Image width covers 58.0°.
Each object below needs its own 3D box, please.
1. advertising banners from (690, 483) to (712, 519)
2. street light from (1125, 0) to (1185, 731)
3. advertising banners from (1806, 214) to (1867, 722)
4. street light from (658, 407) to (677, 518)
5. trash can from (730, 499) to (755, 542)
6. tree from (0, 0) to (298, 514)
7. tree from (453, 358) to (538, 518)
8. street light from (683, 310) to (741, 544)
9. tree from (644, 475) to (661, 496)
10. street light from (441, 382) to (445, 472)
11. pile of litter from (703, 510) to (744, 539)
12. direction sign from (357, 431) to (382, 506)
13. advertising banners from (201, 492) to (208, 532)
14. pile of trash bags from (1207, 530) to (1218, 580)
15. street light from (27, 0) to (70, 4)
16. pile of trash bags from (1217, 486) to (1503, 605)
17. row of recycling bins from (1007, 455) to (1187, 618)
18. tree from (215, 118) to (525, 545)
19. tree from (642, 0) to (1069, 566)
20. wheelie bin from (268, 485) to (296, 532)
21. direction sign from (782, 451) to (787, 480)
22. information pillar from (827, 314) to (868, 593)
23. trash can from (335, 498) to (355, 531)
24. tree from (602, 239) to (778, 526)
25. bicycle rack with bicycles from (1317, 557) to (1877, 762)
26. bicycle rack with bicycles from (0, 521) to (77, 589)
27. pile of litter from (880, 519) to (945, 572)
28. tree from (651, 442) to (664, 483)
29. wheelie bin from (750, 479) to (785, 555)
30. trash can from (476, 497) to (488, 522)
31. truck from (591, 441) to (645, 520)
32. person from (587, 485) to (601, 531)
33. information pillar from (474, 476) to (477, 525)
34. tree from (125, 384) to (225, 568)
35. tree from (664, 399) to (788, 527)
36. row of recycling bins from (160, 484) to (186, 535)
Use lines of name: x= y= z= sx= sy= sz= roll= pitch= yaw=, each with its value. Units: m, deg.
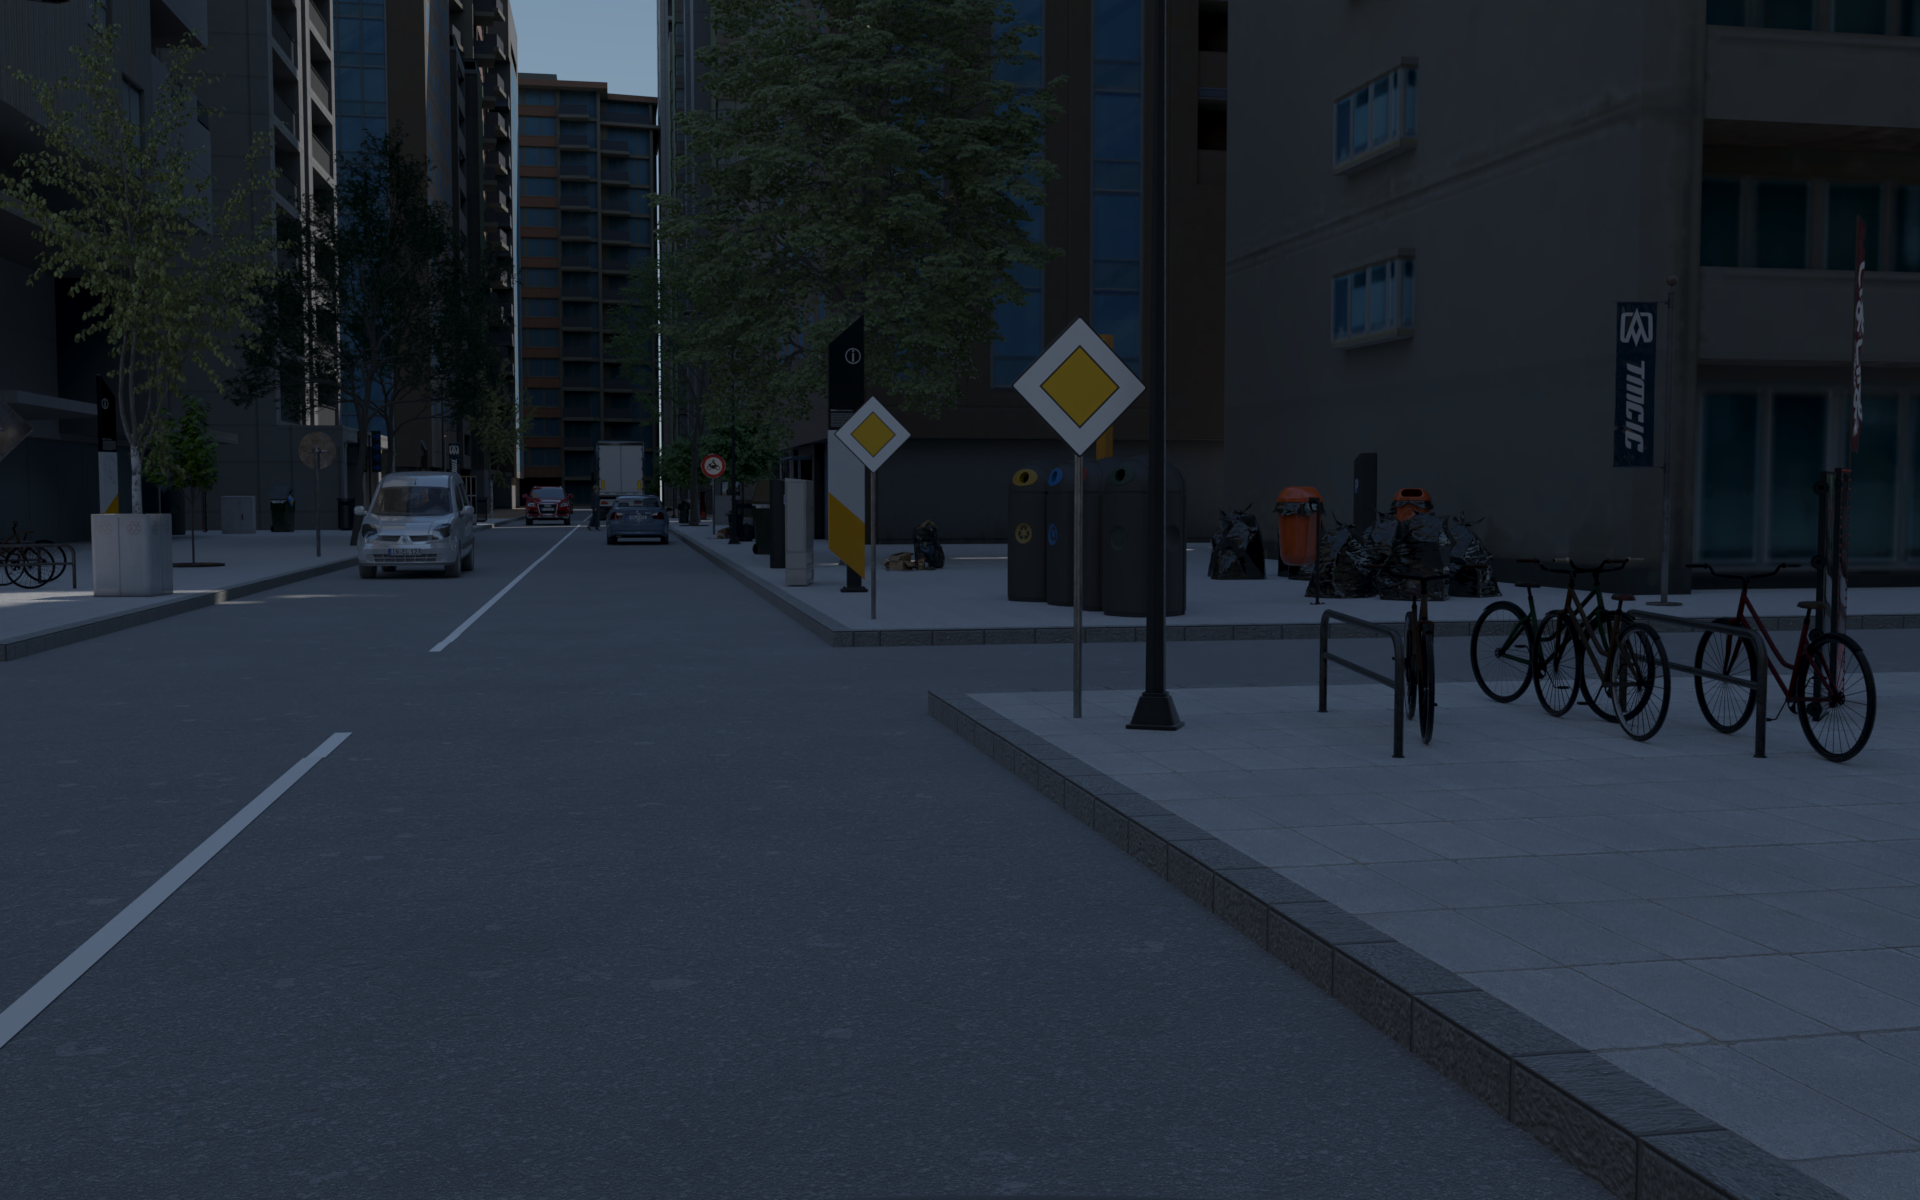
advertising banners: x=-13.265 y=-5.698 z=89.356 sx=2.074 sy=3.025 sz=0.090 roll=3 pitch=5 yaw=44
street light: x=0.543 y=-2.246 z=9.260 sx=1.470 sy=5.913 sz=1.316 roll=-1 pitch=4 yaw=-11
advertising banners: x=5.333 y=-0.874 z=10.471 sx=0.090 sy=3.025 sz=2.074 roll=2 pitch=4 yaw=32
street light: x=-15.662 y=-7.267 z=91.349 sx=1.470 sy=5.913 sz=1.316 roll=-1 pitch=4 yaw=-11
trash can: x=-5.841 y=-2.154 z=46.877 sx=0.748 sy=1.137 sz=0.748 roll=0 pitch=3 yaw=0
tree: x=-12.675 y=-4.689 z=27.029 sx=4.737 sy=8.622 sz=4.395 roll=0 pitch=3 yaw=0
tree: x=-24.725 y=-8.672 z=92.146 sx=4.737 sy=8.622 sz=4.395 roll=0 pitch=3 yaw=0
street light: x=-6.309 y=-4.372 z=44.021 sx=1.470 sy=5.913 sz=1.316 roll=-1 pitch=4 yaw=-11
tree: x=-28.370 y=-10.199 z=161.350 sx=1.663 sy=3.219 sz=1.824 roll=0 pitch=3 yaw=0
street light: x=-18.299 y=-5.543 z=63.176 sx=1.470 sy=5.913 sz=1.316 roll=-1 pitch=4 yaw=-11
pile of litter: x=-6.502 y=-2.196 z=49.871 sx=1.719 sy=0.858 sz=1.176 roll=1 pitch=4 yaw=9
direction sign: x=-21.160 y=-4.288 z=62.109 sx=0.876 sy=3.537 sz=0.379 roll=0 pitch=4 yaw=7
advertising banners: x=-25.641 y=-3.820 z=58.639 sx=0.090 sy=3.025 sz=2.074 roll=-2 pitch=4 yaw=-28
pile of trash bags: x=5.406 y=-1.011 z=26.279 sx=3.447 sy=1.369 sz=1.912 roll=1 pitch=4 yaw=18
street light: x=-8.867 y=-2.655 z=15.952 sx=1.470 sy=5.913 sz=1.316 roll=-1 pitch=4 yaw=-11
pile of trash bags: x=5.049 y=-0.702 z=21.228 sx=3.447 sy=1.369 sz=1.912 roll=-3 pitch=5 yaw=-42
row of recycling bins: x=1.519 y=-0.766 z=19.638 sx=1.069 sy=1.692 sz=3.534 roll=-1 pitch=4 yaw=-21
tree: x=-14.704 y=-6.629 z=42.795 sx=7.601 sy=10.594 sz=8.767 roll=0 pitch=4 yaw=5
tree: x=-1.551 y=-6.888 z=30.754 sx=7.486 sy=12.596 sz=7.792 roll=0 pitch=3 yaw=0
wheelie bin: x=-22.804 y=-3.081 z=58.279 sx=0.980 sy=1.594 sz=0.693 roll=1 pitch=4 yaw=8
direction sign: x=-6.436 y=-4.375 z=63.521 sx=0.379 sy=3.537 sz=0.876 roll=0 pitch=4 yaw=3
information pillar: x=-1.464 y=-1.906 z=22.520 sx=0.504 sy=3.616 sz=0.183 roll=-1 pitch=4 yaw=-12
trash can: x=-21.563 y=-3.013 z=60.918 sx=0.748 sy=1.137 sz=0.748 roll=0 pitch=3 yaw=0
tree: x=-10.475 y=-8.757 z=68.927 sx=9.928 sy=11.665 sz=9.643 roll=0 pitch=3 yaw=0
bicycle rack with bicycles: x=3.149 y=0.241 z=9.445 sx=2.852 sy=0.926 sz=2.925 roll=0 pitch=4 yaw=1
bicycle rack with bicycles: x=-13.463 y=-0.621 z=23.543 sx=2.925 sy=0.926 sz=2.852 roll=-3 pitch=5 yaw=-40
pile of litter: x=-0.842 y=-0.952 z=29.531 sx=1.176 sy=0.858 sz=1.719 roll=2 pitch=4 yaw=28
tree: x=-13.324 y=-6.284 z=86.460 sx=4.285 sy=4.588 sz=4.351 roll=0 pitch=3 yaw=0
wheelie bin: x=-4.028 y=-1.772 z=36.886 sx=0.980 sy=1.594 sz=0.693 roll=2 pitch=4 yaw=25
trash can: x=-21.923 y=-4.128 z=79.148 sx=0.748 sy=1.137 sz=0.748 roll=0 pitch=3 yaw=0
truck: x=-19.224 y=-6.632 z=97.342 sx=2.839 sy=4.237 sz=11.283 roll=-1 pitch=4 yaw=-13
person: x=-14.317 y=-3.607 z=67.898 sx=0.576 sy=1.772 sz=0.534 roll=3 pitch=5 yaw=44
information pillar: x=-20.121 y=-4.086 z=71.300 sx=0.304 sy=2.012 sz=0.304 roll=2 pitch=4 yaw=30
tree: x=-13.605 y=-2.212 z=30.770 sx=1.663 sy=3.219 sz=1.824 roll=0 pitch=3 yaw=0
tree: x=-7.472 y=-4.621 z=59.269 sx=4.285 sy=4.588 sz=4.351 roll=0 pitch=3 yaw=0
row of recycling bins: x=-26.023 y=-2.859 z=53.852 sx=3.534 sy=1.692 sz=1.069 roll=-1 pitch=4 yaw=-22
